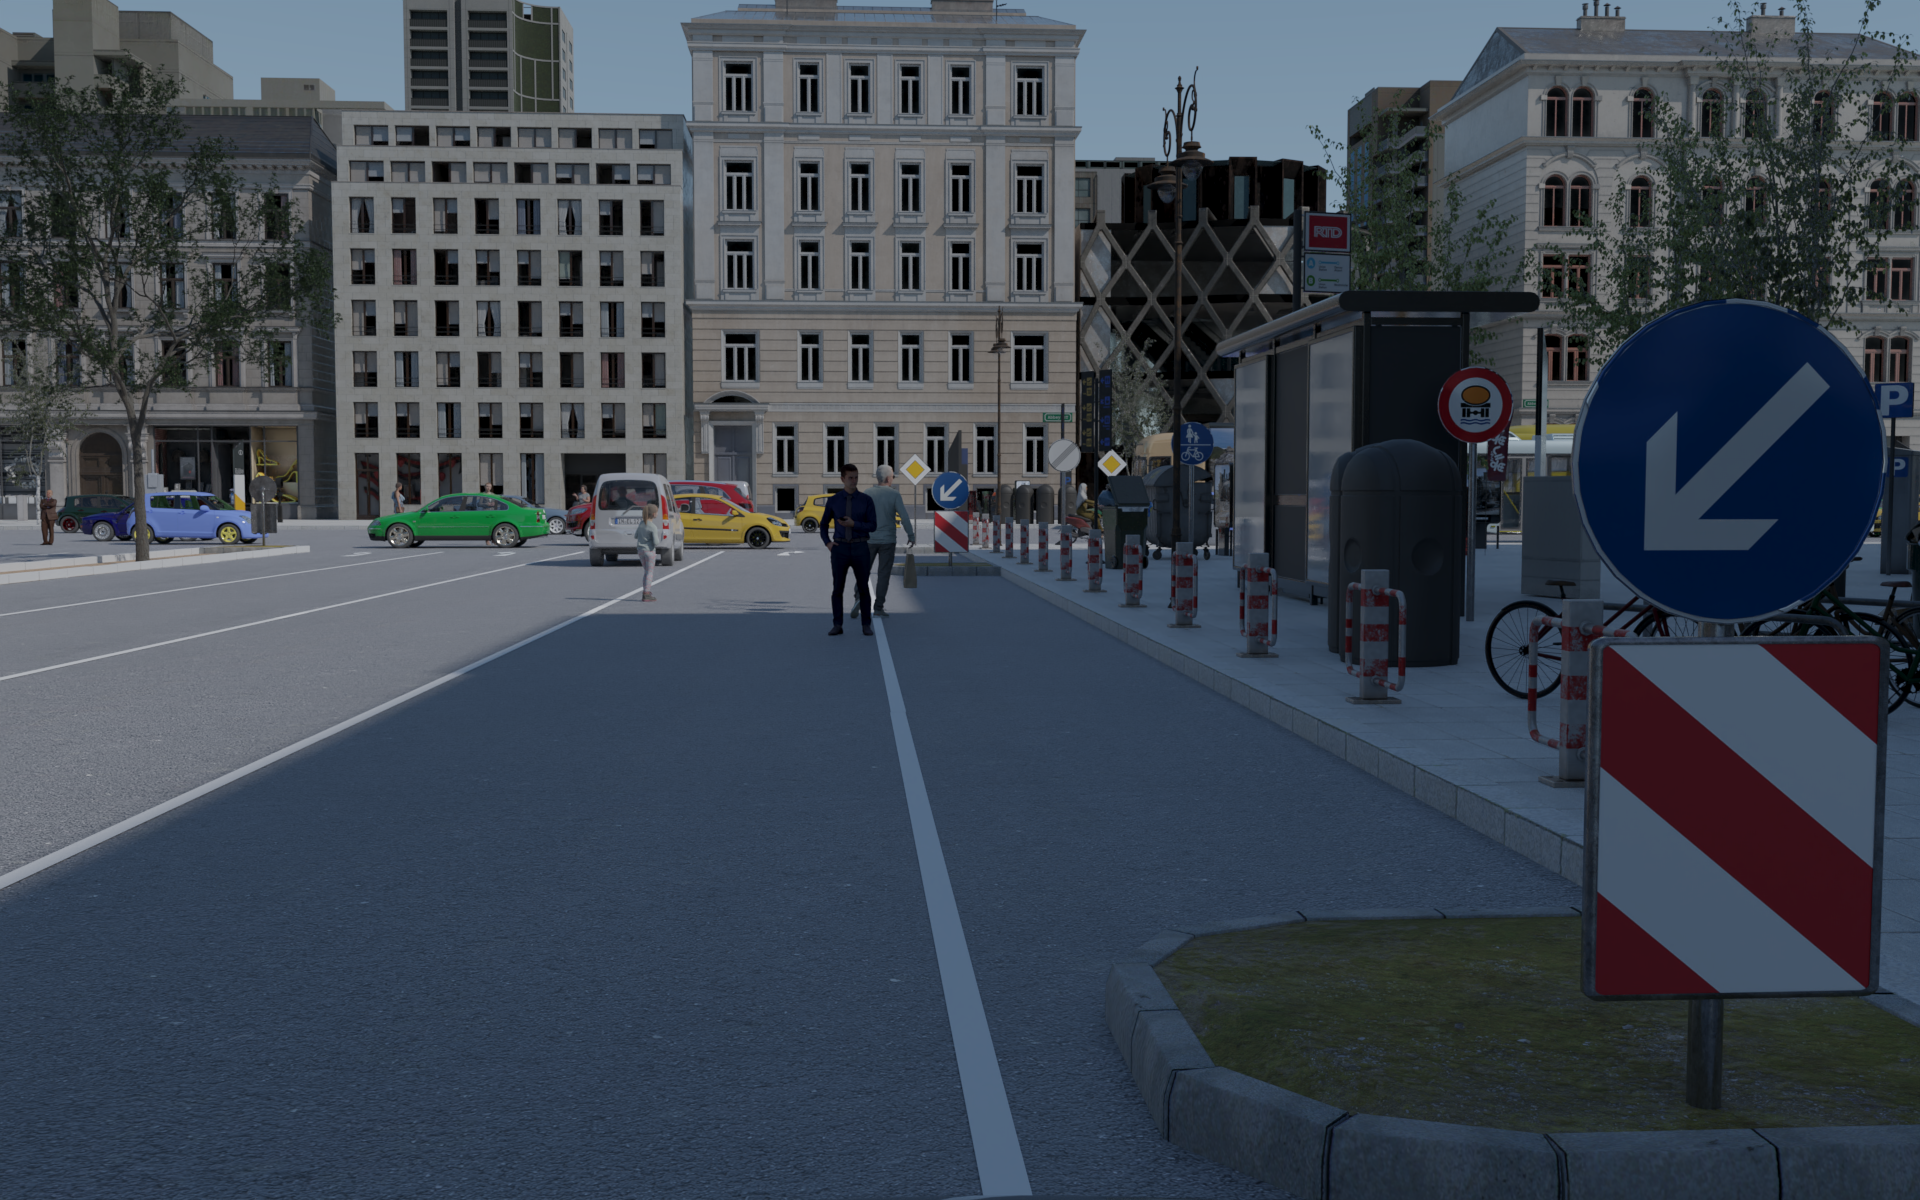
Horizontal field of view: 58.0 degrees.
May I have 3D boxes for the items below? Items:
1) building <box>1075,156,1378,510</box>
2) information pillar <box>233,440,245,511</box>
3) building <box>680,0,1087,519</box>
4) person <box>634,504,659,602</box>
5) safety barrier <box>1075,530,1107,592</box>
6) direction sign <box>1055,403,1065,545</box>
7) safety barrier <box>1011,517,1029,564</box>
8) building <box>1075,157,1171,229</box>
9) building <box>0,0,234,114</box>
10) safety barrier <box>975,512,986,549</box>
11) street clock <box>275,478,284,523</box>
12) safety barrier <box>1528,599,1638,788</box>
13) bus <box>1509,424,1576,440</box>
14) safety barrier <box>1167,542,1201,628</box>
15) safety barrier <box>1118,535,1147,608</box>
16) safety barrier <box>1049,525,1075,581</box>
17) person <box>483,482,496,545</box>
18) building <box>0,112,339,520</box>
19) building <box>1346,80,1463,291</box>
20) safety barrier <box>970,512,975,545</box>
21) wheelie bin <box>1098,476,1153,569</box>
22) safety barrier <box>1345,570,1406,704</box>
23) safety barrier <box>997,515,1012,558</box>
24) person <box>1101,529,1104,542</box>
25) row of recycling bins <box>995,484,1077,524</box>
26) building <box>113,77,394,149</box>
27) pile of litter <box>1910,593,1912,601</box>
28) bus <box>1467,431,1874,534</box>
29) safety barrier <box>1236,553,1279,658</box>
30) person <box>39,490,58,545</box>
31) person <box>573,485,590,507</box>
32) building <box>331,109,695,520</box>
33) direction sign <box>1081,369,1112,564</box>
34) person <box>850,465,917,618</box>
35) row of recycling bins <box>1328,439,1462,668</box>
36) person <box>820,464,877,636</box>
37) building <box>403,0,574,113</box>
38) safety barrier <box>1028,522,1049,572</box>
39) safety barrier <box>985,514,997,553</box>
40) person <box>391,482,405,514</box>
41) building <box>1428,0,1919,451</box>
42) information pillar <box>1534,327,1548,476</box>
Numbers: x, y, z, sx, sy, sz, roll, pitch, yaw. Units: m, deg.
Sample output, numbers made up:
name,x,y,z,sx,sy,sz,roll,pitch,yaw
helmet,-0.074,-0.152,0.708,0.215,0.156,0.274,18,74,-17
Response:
name,x,y,z,sx,sy,sz,roll,pitch,yaw
building,14.173,-13.995,96.272,16.811,18.784,16.820,0,4,-4
information pillar,-31.033,-5.090,74.576,0.183,3.616,0.504,2,4,31
building,-4.139,-18.784,93.014,20.117,28.700,13.634,0,4,-4
person,-4.165,-0.635,23.168,0.425,1.301,0.394,2,4,24
safety barrier,1.764,-0.512,22.640,0.300,0.817,1.120,0,4,-4
direction sign,2.575,-3.151,43.519,0.379,3.537,0.876,0,4,-1
safety barrier,1.181,-1.062,31.646,0.300,0.817,1.120,0,4,-4
building,14.380,-23.304,152.717,14.160,30.474,14.107,0,4,-4
building,-86.107,-33.524,171.812,21.600,48.544,21.300,0,4,-4
safety barrier,0.598,-1.614,40.658,0.300,0.817,1.120,0,4,-4
street clock,-30.516,-4.472,77.690,0.358,2.002,0.471,0,4,-5
safety barrier,2.734,0.407,7.625,0.300,0.817,1.120,0,4,-4
bus,23.770,-4.311,62.030,12.252,3.916,2.896,0,4,-2
safety barrier,2.155,-0.145,16.640,0.300,0.817,1.120,0,4,-4
safety barrier,1.959,-0.328,19.640,0.300,0.817,1.120,0,4,-4
safety barrier,1.571,-0.695,25.640,0.300,0.817,1.120,0,4,-4
person,-13.160,-2.407,48.397,0.519,1.759,0.362,-3,5,-44
building,-52.177,-14.556,88.900,40.483,20.767,10.553,0,4,-4
building,50.027,-32.701,184.773,14.200,45.320,14.600,0,4,-4
safety barrier,0.402,-1.797,43.658,0.300,0.817,1.120,0,4,-4
wheelie bin,2.799,-1.334,29.725,0.980,1.594,0.693,-1,4,-21
safety barrier,2.542,0.223,10.628,0.300,0.817,1.120,0,4,-4
safety barrier,0.986,-1.246,34.646,0.300,0.817,1.120,0,4,-4
person,4.450,-2.662,52.291,0.573,1.790,0.520,1,4,19
row of recycling bins,3.236,-4.086,73.918,3.534,1.692,1.069,1,4,10
building,-62.985,-29.106,167.758,23.993,40.220,32.217,0,4,-4
pile of litter,10.819,-0.266,18.322,1.719,0.858,1.176,-1,4,-17
bus,20.604,-3.415,50.703,13.247,3.499,2.948,0,4,-4
safety barrier,2.344,0.040,13.628,0.300,0.817,1.120,0,4,-4
person,-25.513,-2.308,48.503,0.482,1.546,0.388,0,4,-5
person,-14.987,-3.639,68.354,0.716,1.782,0.532,1,4,16
building,-22.466,-14.399,90.182,16.860,20.320,10.420,0,4,-4
direction sign,2.503,-2.435,31.805,0.379,3.537,0.876,-2,4,-33
person,-0.848,-0.672,19.974,0.782,1.767,0.515,1,4,17
row of recycling bins,3.585,-0.449,14.446,1.069,1.692,3.534,1,4,13
person,-1.129,-0.511,17.560,0.576,1.737,0.504,0,4,-6
building,-67.552,-49.712,251.042,20.611,71.187,20.563,0,4,-4
safety barrier,1.378,-0.879,28.641,0.300,0.817,1.120,0,4,-4
safety barrier,0.794,-1.429,37.647,0.300,0.817,1.120,0,4,-4
person,-18.483,-2.954,56.897,0.778,1.811,0.616,-1,4,-21
building,39.953,-18.921,96.754,23.554,28.519,14.401,0,4,-4
information pillar,8.248,-2.035,24.621,0.183,3.616,0.504,2,4,27
